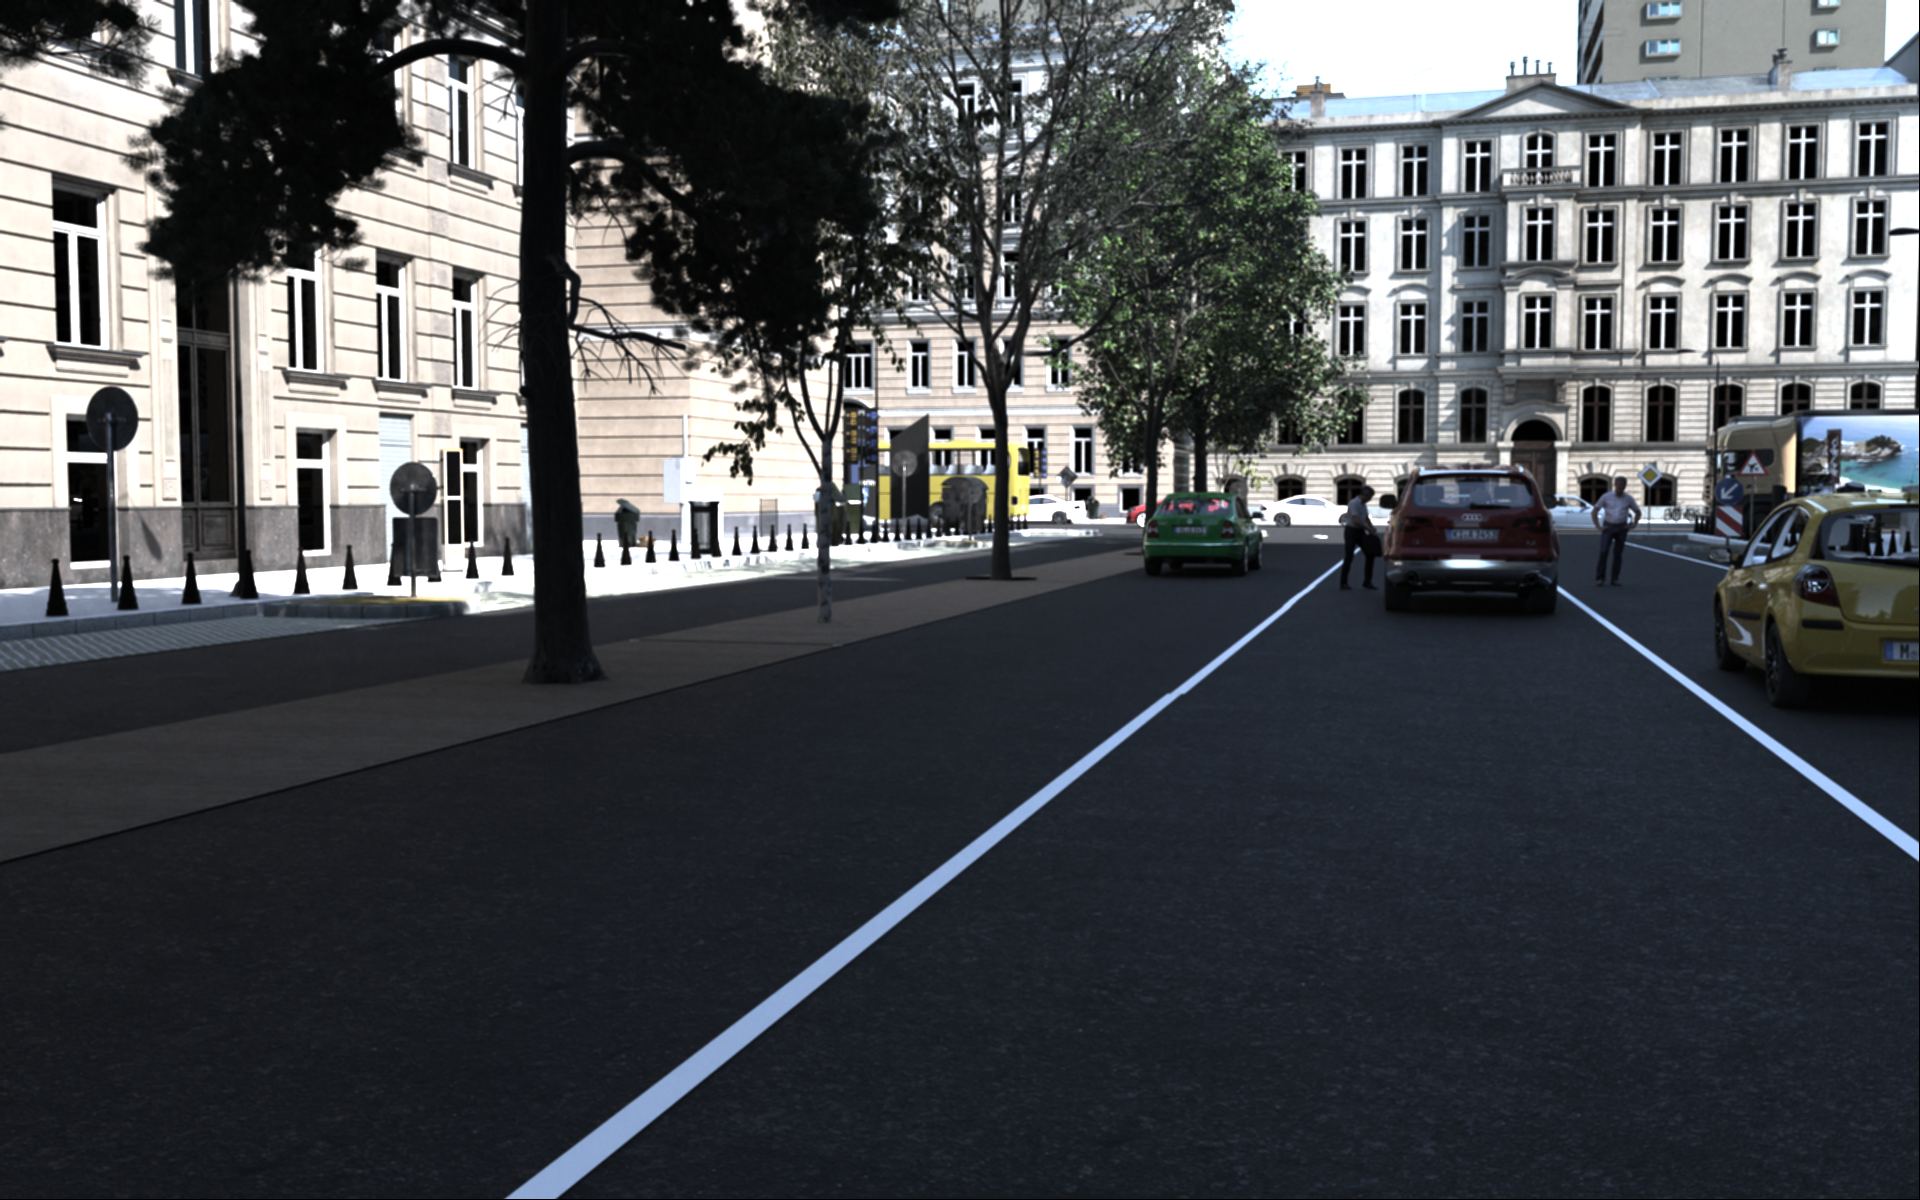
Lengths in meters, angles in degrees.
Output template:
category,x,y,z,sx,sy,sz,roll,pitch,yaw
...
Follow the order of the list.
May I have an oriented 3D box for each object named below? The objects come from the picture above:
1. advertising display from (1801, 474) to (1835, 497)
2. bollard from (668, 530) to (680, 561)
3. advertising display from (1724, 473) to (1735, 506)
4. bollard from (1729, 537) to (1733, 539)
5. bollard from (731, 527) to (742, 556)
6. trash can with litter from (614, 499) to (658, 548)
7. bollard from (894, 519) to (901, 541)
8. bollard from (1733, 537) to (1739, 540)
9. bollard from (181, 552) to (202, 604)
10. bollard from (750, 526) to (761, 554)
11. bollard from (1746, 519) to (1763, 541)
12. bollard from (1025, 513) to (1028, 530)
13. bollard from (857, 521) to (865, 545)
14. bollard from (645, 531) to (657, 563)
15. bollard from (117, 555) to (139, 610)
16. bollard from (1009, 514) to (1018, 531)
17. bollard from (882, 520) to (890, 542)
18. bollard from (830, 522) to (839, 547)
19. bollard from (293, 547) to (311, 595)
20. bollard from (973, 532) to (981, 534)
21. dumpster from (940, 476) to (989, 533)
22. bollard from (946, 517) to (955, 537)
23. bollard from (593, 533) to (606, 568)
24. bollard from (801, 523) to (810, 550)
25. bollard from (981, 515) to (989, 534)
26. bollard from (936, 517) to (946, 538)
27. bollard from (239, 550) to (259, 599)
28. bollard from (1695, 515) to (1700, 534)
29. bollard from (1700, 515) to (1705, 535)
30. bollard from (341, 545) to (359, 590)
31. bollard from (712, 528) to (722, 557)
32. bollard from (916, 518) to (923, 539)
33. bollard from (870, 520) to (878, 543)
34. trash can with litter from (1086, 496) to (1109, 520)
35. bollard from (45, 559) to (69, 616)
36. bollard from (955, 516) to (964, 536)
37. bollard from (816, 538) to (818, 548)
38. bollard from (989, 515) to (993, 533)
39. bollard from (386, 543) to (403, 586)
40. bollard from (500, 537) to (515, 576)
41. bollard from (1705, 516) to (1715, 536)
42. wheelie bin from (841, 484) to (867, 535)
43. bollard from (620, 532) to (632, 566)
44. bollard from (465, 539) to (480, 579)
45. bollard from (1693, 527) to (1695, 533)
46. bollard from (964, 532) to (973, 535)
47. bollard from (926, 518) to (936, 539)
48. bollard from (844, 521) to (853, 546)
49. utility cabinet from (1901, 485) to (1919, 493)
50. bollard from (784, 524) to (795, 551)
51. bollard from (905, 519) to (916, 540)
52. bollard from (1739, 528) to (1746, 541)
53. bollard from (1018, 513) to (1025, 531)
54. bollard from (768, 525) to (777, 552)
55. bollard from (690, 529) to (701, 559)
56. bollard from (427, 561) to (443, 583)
category,x,y,z,sx,sy,sz,roll,pitch,yaw
advertising display,27.580,-3.088,55.703,0.974,1.923,0.123,2,4,31
bollard,-5.476,-1.046,33.149,0.229,0.601,0.229,0,3,0
advertising display,24.259,-3.023,54.642,0.123,1.923,0.974,1,4,13
bollard,22.213,-2.056,49.655,0.229,0.601,0.229,0,3,0
bollard,-4.665,-1.230,36.156,0.229,0.601,0.229,0,3,0
trash can with litter,-7.698,-1.830,41.301,1.055,1.170,0.624,1,4,19
bollard,-1.705,-1.898,47.081,0.229,0.601,0.229,0,3,0
bollard,21.948,-1.995,48.659,0.229,0.601,0.229,0,3,0
bollard,-8.980,-0.256,20.222,0.229,0.601,0.229,0,3,0
bollard,-4.395,-1.291,37.150,0.229,0.601,0.229,0,3,0
bollard,21.401,-1.873,46.660,0.229,0.601,0.229,0,3,0
bollard,2.333,-2.811,61.999,0.229,0.601,0.229,0,3,0
bollard,-2.516,-1.716,44.098,0.229,0.601,0.229,0,3,0
bollard,-5.746,-0.986,32.158,0.229,0.601,0.229,0,3,0
bollard,-9.247,-0.195,19.231,0.229,0.601,0.229,0,3,0
bollard,1.800,-2.689,60.009,0.229,0.601,0.229,0,3,0
bollard,-1.977,-1.838,46.086,0.229,0.601,0.229,0,3,0
bollard,-3.048,-1.595,42.114,0.229,0.601,0.229,0,3,0
bollard,-8.444,-0.377,22.205,0.229,0.601,0.229,0,3,0
bollard,0.451,-2.385,55.043,0.229,0.601,0.229,0,3,0
dumpster,0.132,-3.155,57.343,1.264,1.857,1.865,1,4,15
bollard,-0.353,-2.204,52.069,0.229,0.601,0.229,0,3,0
bollard,-6.284,-0.865,30.176,0.229,0.601,0.229,0,3,0
bollard,-3.588,-1.473,40.129,0.229,0.601,0.229,0,3,0
bollard,0.722,-2.446,56.034,0.229,0.601,0.229,0,3,0
bollard,-0.625,-2.142,51.063,0.229,0.601,0.229,0,3,0
bollard,-8.712,-0.316,21.213,0.229,0.601,0.229,0,3,0
bollard,23.839,-2.422,55.645,0.229,0.601,0.229,0,3,0
bollard,23.567,-2.361,54.644,0.229,0.601,0.229,0,3,0
bollard,-8.174,-0.438,23.195,0.229,0.601,0.229,0,3,0
bollard,-4.938,-1.168,35.140,0.229,0.601,0.229,0,3,0
bollard,-1.164,-2.020,49.071,0.229,0.601,0.229,0,3,0
bollard,-2.246,-1.777,45.089,0.229,0.601,0.229,0,3,0
trash can with litter,6.815,-4.571,86.122,1.055,1.170,0.624,-1,4,-20
bollard,-9.517,-0.134,18.240,0.229,0.601,0.229,0,3,0
bollard,-0.087,-2.264,53.062,0.229,0.601,0.229,0,3,0
bollard,-3.318,-1.534,41.124,0.229,0.601,0.229,0,3,0
bollard,0.988,-2.507,57.026,0.229,0.601,0.229,0,3,0
bollard,-7.904,-0.498,24.186,0.229,0.601,0.229,0,3,0
bollard,-7.100,-0.681,27.176,0.229,0.601,0.229,0,3,0
bollard,23.299,-2.300,53.650,0.229,0.601,0.229,0,3,0
wheelie bin,-3.476,-2.884,55.066,0.980,1.594,0.693,-2,4,-29
bollard,-6.011,-0.925,31.166,0.229,0.601,0.229,0,3,0
bollard,-7.372,-0.619,26.170,0.229,0.601,0.229,0,3,0
bollard,24.105,-2.483,56.645,0.229,0.601,0.229,0,3,0
bollard,0.183,-2.325,54.052,0.229,0.601,0.229,0,3,0
bollard,-0.895,-2.081,50.072,0.229,0.601,0.229,0,3,0
bollard,-2.780,-1.655,43.106,0.229,0.601,0.229,0,3,0
utility cabinet,22.867,-2.019,41.697,0.318,1.500,1.173,1,4,22
bollard,-3.856,-1.413,39.138,0.229,0.601,0.229,0,3,0
bollard,-1.433,-1.960,48.080,0.229,0.601,0.229,0,3,0
bollard,21.674,-1.934,47.669,0.229,0.601,0.229,0,3,0
bollard,2.065,-2.750,61.001,0.229,0.601,0.229,0,3,0
bollard,-4.127,-1.352,38.147,0.229,0.601,0.229,0,3,0
bollard,-5.211,-1.108,34.150,0.229,0.601,0.229,0,3,0
bollard,-7.641,-0.559,25.179,0.229,0.601,0.229,0,3,0
